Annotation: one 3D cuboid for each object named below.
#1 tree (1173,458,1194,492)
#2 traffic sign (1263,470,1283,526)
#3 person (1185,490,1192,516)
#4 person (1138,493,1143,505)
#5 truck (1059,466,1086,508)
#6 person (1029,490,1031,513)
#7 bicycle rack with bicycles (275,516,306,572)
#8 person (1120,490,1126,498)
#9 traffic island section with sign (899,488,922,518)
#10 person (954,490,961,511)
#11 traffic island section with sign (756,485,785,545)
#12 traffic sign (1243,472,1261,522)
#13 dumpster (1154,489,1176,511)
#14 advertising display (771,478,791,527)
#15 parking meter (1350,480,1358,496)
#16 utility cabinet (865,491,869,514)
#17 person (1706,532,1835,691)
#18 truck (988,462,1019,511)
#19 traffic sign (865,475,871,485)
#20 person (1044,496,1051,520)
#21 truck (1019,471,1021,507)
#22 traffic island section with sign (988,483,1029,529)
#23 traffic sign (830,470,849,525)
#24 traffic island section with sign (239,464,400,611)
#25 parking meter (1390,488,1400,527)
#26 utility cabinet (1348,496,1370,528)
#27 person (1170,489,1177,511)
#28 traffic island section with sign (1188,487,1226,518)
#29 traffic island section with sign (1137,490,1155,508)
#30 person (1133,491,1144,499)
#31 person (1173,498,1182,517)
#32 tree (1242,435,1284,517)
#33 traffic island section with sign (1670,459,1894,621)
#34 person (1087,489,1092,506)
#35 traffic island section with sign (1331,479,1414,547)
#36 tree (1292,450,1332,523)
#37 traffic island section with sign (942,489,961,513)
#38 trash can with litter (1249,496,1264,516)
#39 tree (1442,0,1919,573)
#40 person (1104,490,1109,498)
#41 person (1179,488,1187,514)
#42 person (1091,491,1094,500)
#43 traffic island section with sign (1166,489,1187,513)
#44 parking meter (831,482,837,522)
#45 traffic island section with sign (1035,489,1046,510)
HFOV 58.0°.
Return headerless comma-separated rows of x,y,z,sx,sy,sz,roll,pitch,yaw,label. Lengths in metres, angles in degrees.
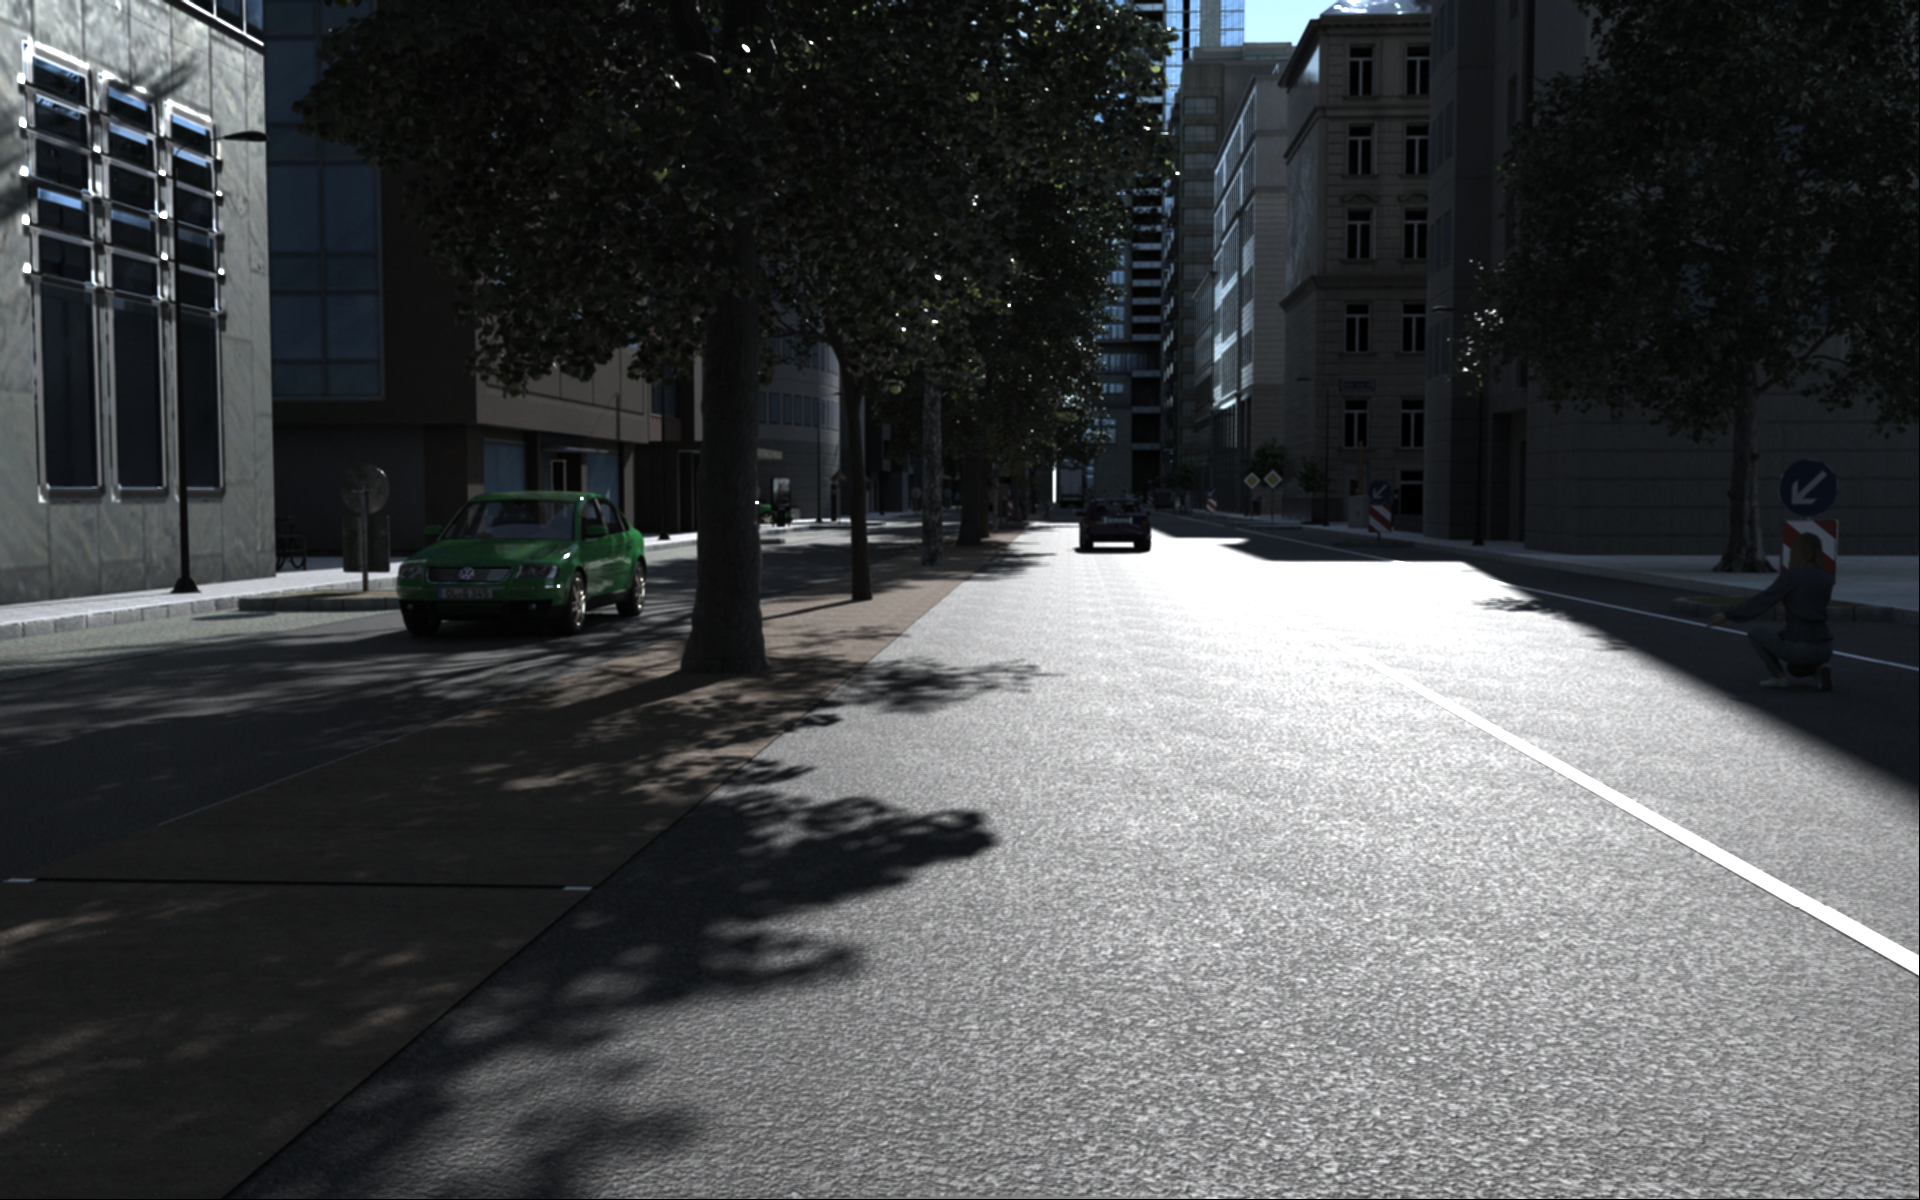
20.831,-10.598,156.991,4.285,4.588,4.351,0,3,0,tree
12.682,-4.075,70.267,0.795,2.450,0.064,0,4,4,traffic sign
14.846,-6.295,112.432,0.512,1.701,0.522,0,4,6,person
15.642,-8.522,150.433,0.503,1.515,0.523,-1,4,-15,person
11.760,-11.783,181.557,2.839,4.237,11.283,0,4,5,truck
5.249,-7.536,132.265,0.362,1.759,0.519,3,5,44,person
-11.967,-0.935,28.674,2.852,0.926,2.925,2,4,24,bicycle rack with bicycles
13.216,-8.029,140.049,0.678,1.792,0.850,3,5,42,person
-2.606,-5.859,104.422,1.989,1.847,2.006,0,4,4,traffic island section with sign
-0.190,-8.292,144.413,0.601,1.785,0.444,-1,4,-14,person
-6.057,-2.499,49.486,1.989,1.847,2.006,0,4,4,traffic island section with sign
13.183,-4.562,78.236,0.795,2.450,0.064,0,4,4,traffic sign
17.014,-8.279,143.574,1.865,1.857,1.264,0,4,3,dumpster
-7.046,-3.848,68.129,0.123,1.923,0.974,3,5,40,advertising display
15.967,-3.934,70.026,0.399,1.863,0.255,-3,5,-42,parking meter
-6.278,-6.104,108.475,1.173,1.500,0.318,2,4,27,utility cabinet
6.069,0.072,12.824,1.012,1.151,0.738,0,4,-4,person
3.478,-9.628,146.338,2.839,4.237,11.283,0,4,5,truck
-4.476,-4.631,79.362,0.795,2.450,0.064,0,4,4,traffic sign
4.956,-5.190,97.626,0.475,1.303,0.640,-3,5,-41,person
5.833,-12.535,193.862,2.839,4.237,11.283,0,4,5,truck
2.128,-4.314,78.666,2.006,1.907,1.989,0,4,4,traffic island section with sign
-4.976,-4.144,71.393,0.795,2.450,0.064,0,4,4,traffic sign
-7.769,-0.820,22.039,1.989,1.847,2.006,0,4,4,traffic island section with sign
17.079,-3.650,68.092,0.372,1.533,0.369,0,3,0,parking meter
14.969,-3.294,65.021,0.306,1.237,1.020,-1,4,-21,utility cabinet
17.077,-7.919,137.996,0.620,1.820,0.660,3,5,42,person
14.756,-5.764,102.862,1.989,1.847,2.006,0,4,4,traffic island section with sign
19.594,-10.473,179.867,1.989,1.847,2.006,0,4,4,traffic island section with sign
16.628,-9.289,161.191,1.217,1.723,0.721,-1,4,-14,person
13.309,-5.663,106.097,0.505,1.210,0.382,0,4,-5,person
17.361,-6.859,95.866,4.285,4.588,4.351,0,3,0,tree
9.584,-0.725,20.478,1.989,1.847,2.006,0,4,4,traffic island section with sign
9.739,-7.447,130.433,0.466,1.800,0.511,-1,4,-19,person
11.281,-2.381,47.559,1.989,1.847,2.006,0,4,4,traffic island section with sign
15.638,-5.019,76.665,1.663,3.219,1.824,0,3,0,tree
-0.910,-7.504,131.324,1.989,1.847,2.006,0,4,4,traffic island section with sign
17.423,-5.531,101.823,0.624,1.170,1.055,2,4,30,trash can with litter
12.827,-6.803,28.242,9.611,12.733,9.660,0,3,0,tree
12.487,-8.493,147.927,0.524,1.755,0.480,0,4,4,person
15.777,-6.971,122.275,0.655,1.846,0.447,-1,4,-9,person
15.750,-12.105,206.396,0.705,1.826,1.348,0,4,-5,person
16.450,-7.409,129.764,1.989,1.847,2.006,0,4,4,traffic island section with sign
-5.884,-4.591,80.776,0.255,1.863,0.399,0,4,-7,parking meter
6.830,-8.900,153.657,2.006,1.907,1.989,0,4,4,traffic island section with sign
